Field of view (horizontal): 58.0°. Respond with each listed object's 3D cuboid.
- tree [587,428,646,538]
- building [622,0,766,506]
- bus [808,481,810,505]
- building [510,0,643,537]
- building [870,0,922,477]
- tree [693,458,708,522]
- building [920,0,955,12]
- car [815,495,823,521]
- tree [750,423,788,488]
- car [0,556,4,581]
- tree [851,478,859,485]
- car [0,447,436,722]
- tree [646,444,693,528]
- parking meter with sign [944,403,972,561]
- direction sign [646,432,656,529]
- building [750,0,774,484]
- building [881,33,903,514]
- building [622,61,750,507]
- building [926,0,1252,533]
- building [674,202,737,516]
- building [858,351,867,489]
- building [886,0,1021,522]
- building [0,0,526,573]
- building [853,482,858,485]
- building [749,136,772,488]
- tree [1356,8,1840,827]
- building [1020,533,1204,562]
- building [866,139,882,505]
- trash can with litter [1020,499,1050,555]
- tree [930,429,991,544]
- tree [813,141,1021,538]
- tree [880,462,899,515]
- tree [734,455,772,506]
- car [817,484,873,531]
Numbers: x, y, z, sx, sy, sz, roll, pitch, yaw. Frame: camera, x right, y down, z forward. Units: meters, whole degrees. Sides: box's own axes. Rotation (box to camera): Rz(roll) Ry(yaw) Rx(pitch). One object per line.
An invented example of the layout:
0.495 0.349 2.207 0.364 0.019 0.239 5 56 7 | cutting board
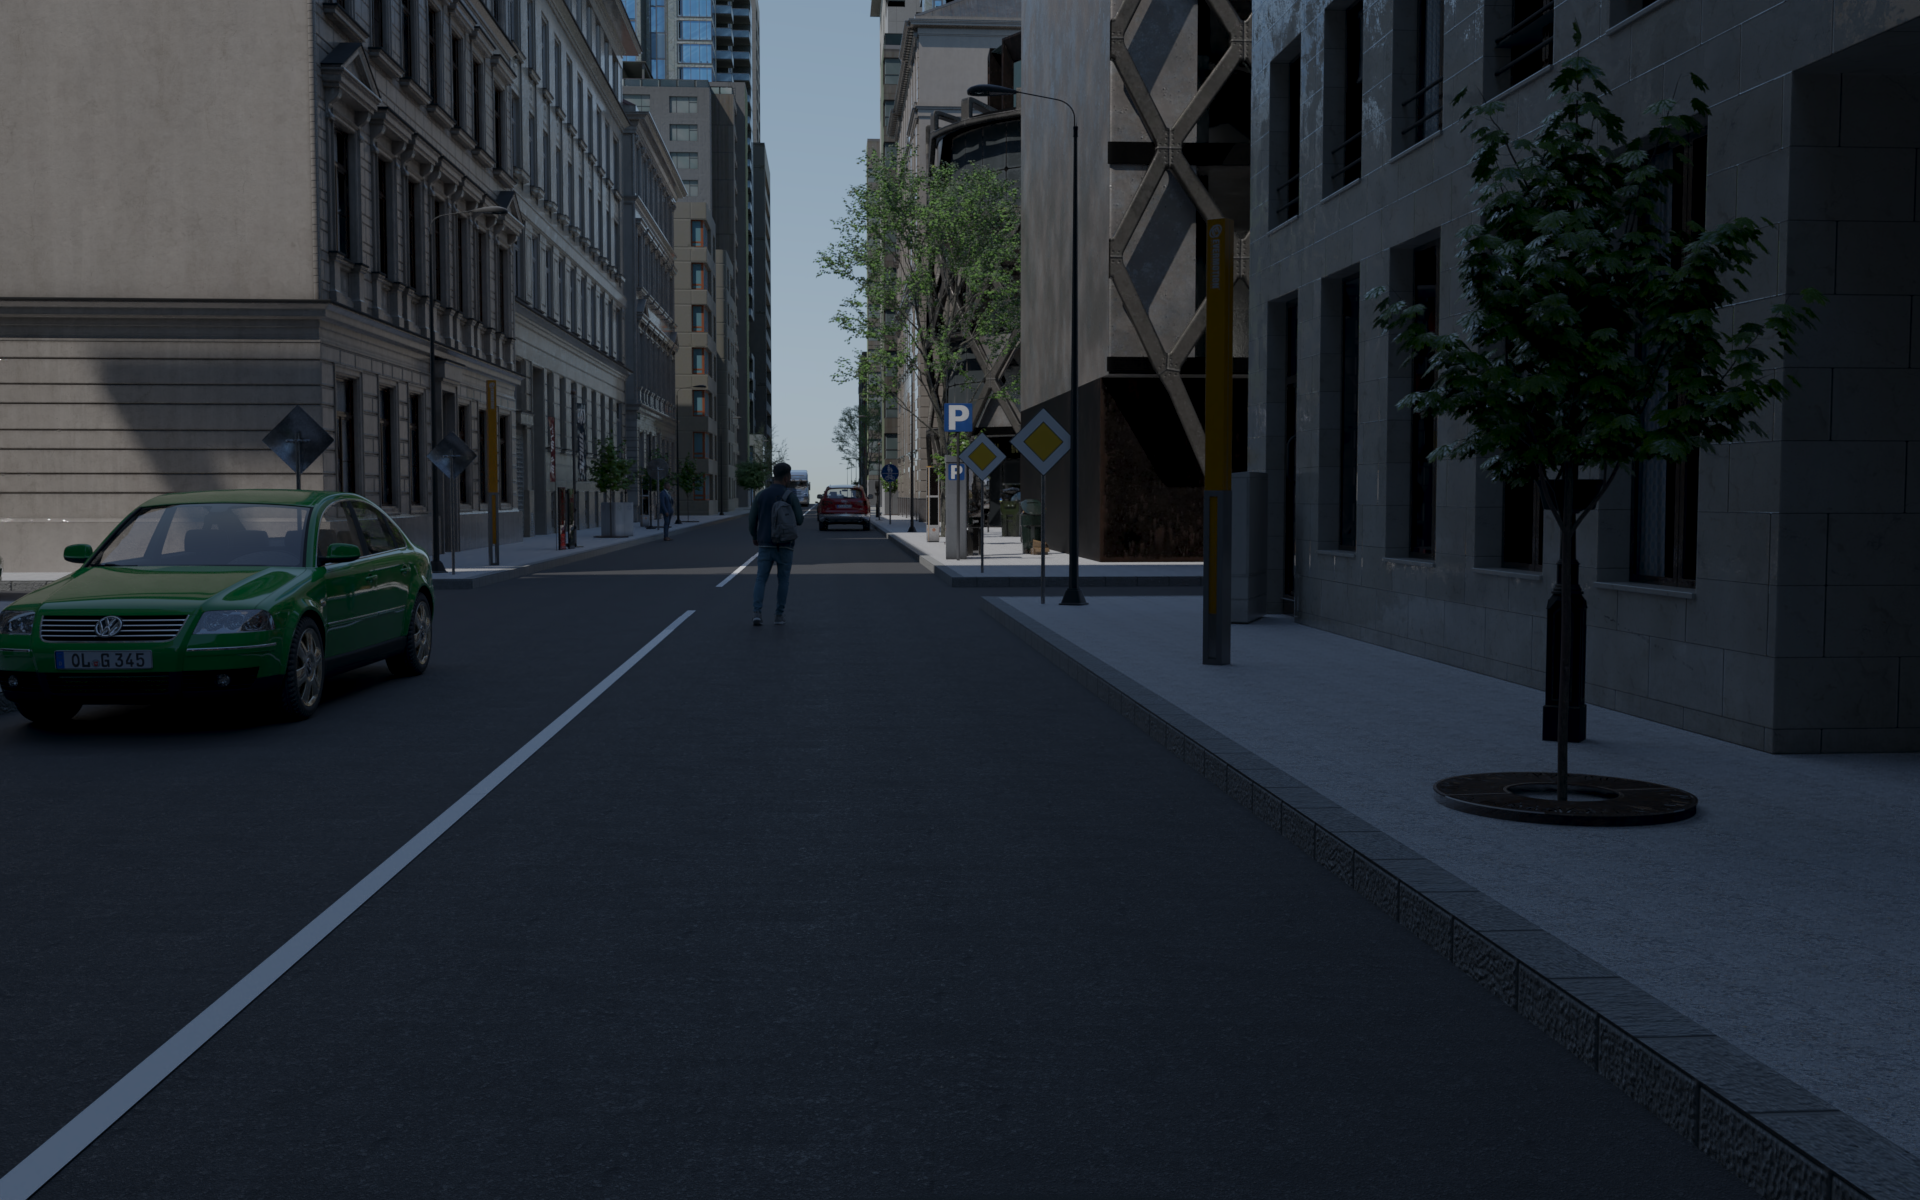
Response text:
-10.238 -3.439 50.834 1.663 3.219 1.824 0 3 0 | tree
-33.597 -54.232 199.372 22.319 86.520 31.000 0 4 -4 | building
-20.371 -13.739 219.484 2.948 3.499 13.247 0 4 -4 | bus
-20.814 -13.929 61.027 16.112 22.955 30.059 0 4 -4 | building
6.208 -35.198 164.732 28.713 52.752 27.495 0 4 -4 | building
-12.254 -5.150 78.802 1.663 3.219 1.824 0 3 0 | tree
5.745 -50.258 134.389 22.319 86.520 31.000 0 4 -4 | building
-6.797 -5.090 93.014 2.009 1.686 4.222 0 4 -3 | car
-19.781 -13.946 178.383 4.360 8.622 3.978 0 3 0 | tree
-15.792 -0.732 23.760 4.920 1.459 2.131 0 4 -4 | car
-12.416 -12.894 205.412 1.663 3.219 1.824 0 3 0 | tree
-5.068 -0.215 12.316 1.959 1.807 4.718 0 4 -3 | car
-11.430 -4.377 66.164 1.663 3.219 1.824 0 3 0 | tree
-0.054 -2.317 34.138 0.543 3.016 1.738 0 4 -1 | parking meter with sign
-11.302 -4.357 63.240 0.379 3.537 0.876 -1 4 -12 | direction sign
-36.596 -49.492 247.445 20.563 71.187 20.611 0 4 -4 | building
1.838 -20.879 113.079 14.160 30.474 14.107 0 4 -4 | building
-27.676 -29.542 166.609 14.154 41.232 14.086 0 4 -4 | building
6.975 -12.382 69.890 16.820 18.784 16.811 0 4 -4 | building
-29.888 -16.587 116.243 27.650 21.520 28.899 0 4 -4 | building
0.847 -23.260 225.344 27.650 21.520 28.899 0 4 -4 | building
2.821 -17.936 90.521 12.463 27.353 25.104 0 4 -4 | building
-15.789 -10.528 36.754 10.561 19.102 19.286 0 4 -4 | building
0.643 -34.211 251.230 32.217 40.220 23.993 0 4 -4 | building
-35.752 -36.880 226.694 21.300 48.544 21.600 0 4 -4 | building
2.369 -0.760 7.034 1.663 3.219 1.824 0 3 0 | tree
10.569 -10.410 37.657 16.811 18.784 16.820 0 4 -4 | building
-3.911 -31.744 202.616 14.154 41.232 14.086 0 4 -4 | building
1.669 -1.558 36.855 0.624 1.170 1.055 -1 4 -16 | trash can with litter
-0.026 -3.034 44.209 1.663 3.219 1.824 0 3 0 | tree
-0.505 -7.689 51.476 9.928 11.665 9.643 0 3 0 | tree
-4.221 -6.745 104.884 1.663 3.219 1.824 0 3 0 | tree
-17.444 -9.894 145.481 4.285 4.588 4.351 0 3 0 | tree
-4.602 -3.707 69.286 2.281 1.827 5.304 0 4 -3 | car
